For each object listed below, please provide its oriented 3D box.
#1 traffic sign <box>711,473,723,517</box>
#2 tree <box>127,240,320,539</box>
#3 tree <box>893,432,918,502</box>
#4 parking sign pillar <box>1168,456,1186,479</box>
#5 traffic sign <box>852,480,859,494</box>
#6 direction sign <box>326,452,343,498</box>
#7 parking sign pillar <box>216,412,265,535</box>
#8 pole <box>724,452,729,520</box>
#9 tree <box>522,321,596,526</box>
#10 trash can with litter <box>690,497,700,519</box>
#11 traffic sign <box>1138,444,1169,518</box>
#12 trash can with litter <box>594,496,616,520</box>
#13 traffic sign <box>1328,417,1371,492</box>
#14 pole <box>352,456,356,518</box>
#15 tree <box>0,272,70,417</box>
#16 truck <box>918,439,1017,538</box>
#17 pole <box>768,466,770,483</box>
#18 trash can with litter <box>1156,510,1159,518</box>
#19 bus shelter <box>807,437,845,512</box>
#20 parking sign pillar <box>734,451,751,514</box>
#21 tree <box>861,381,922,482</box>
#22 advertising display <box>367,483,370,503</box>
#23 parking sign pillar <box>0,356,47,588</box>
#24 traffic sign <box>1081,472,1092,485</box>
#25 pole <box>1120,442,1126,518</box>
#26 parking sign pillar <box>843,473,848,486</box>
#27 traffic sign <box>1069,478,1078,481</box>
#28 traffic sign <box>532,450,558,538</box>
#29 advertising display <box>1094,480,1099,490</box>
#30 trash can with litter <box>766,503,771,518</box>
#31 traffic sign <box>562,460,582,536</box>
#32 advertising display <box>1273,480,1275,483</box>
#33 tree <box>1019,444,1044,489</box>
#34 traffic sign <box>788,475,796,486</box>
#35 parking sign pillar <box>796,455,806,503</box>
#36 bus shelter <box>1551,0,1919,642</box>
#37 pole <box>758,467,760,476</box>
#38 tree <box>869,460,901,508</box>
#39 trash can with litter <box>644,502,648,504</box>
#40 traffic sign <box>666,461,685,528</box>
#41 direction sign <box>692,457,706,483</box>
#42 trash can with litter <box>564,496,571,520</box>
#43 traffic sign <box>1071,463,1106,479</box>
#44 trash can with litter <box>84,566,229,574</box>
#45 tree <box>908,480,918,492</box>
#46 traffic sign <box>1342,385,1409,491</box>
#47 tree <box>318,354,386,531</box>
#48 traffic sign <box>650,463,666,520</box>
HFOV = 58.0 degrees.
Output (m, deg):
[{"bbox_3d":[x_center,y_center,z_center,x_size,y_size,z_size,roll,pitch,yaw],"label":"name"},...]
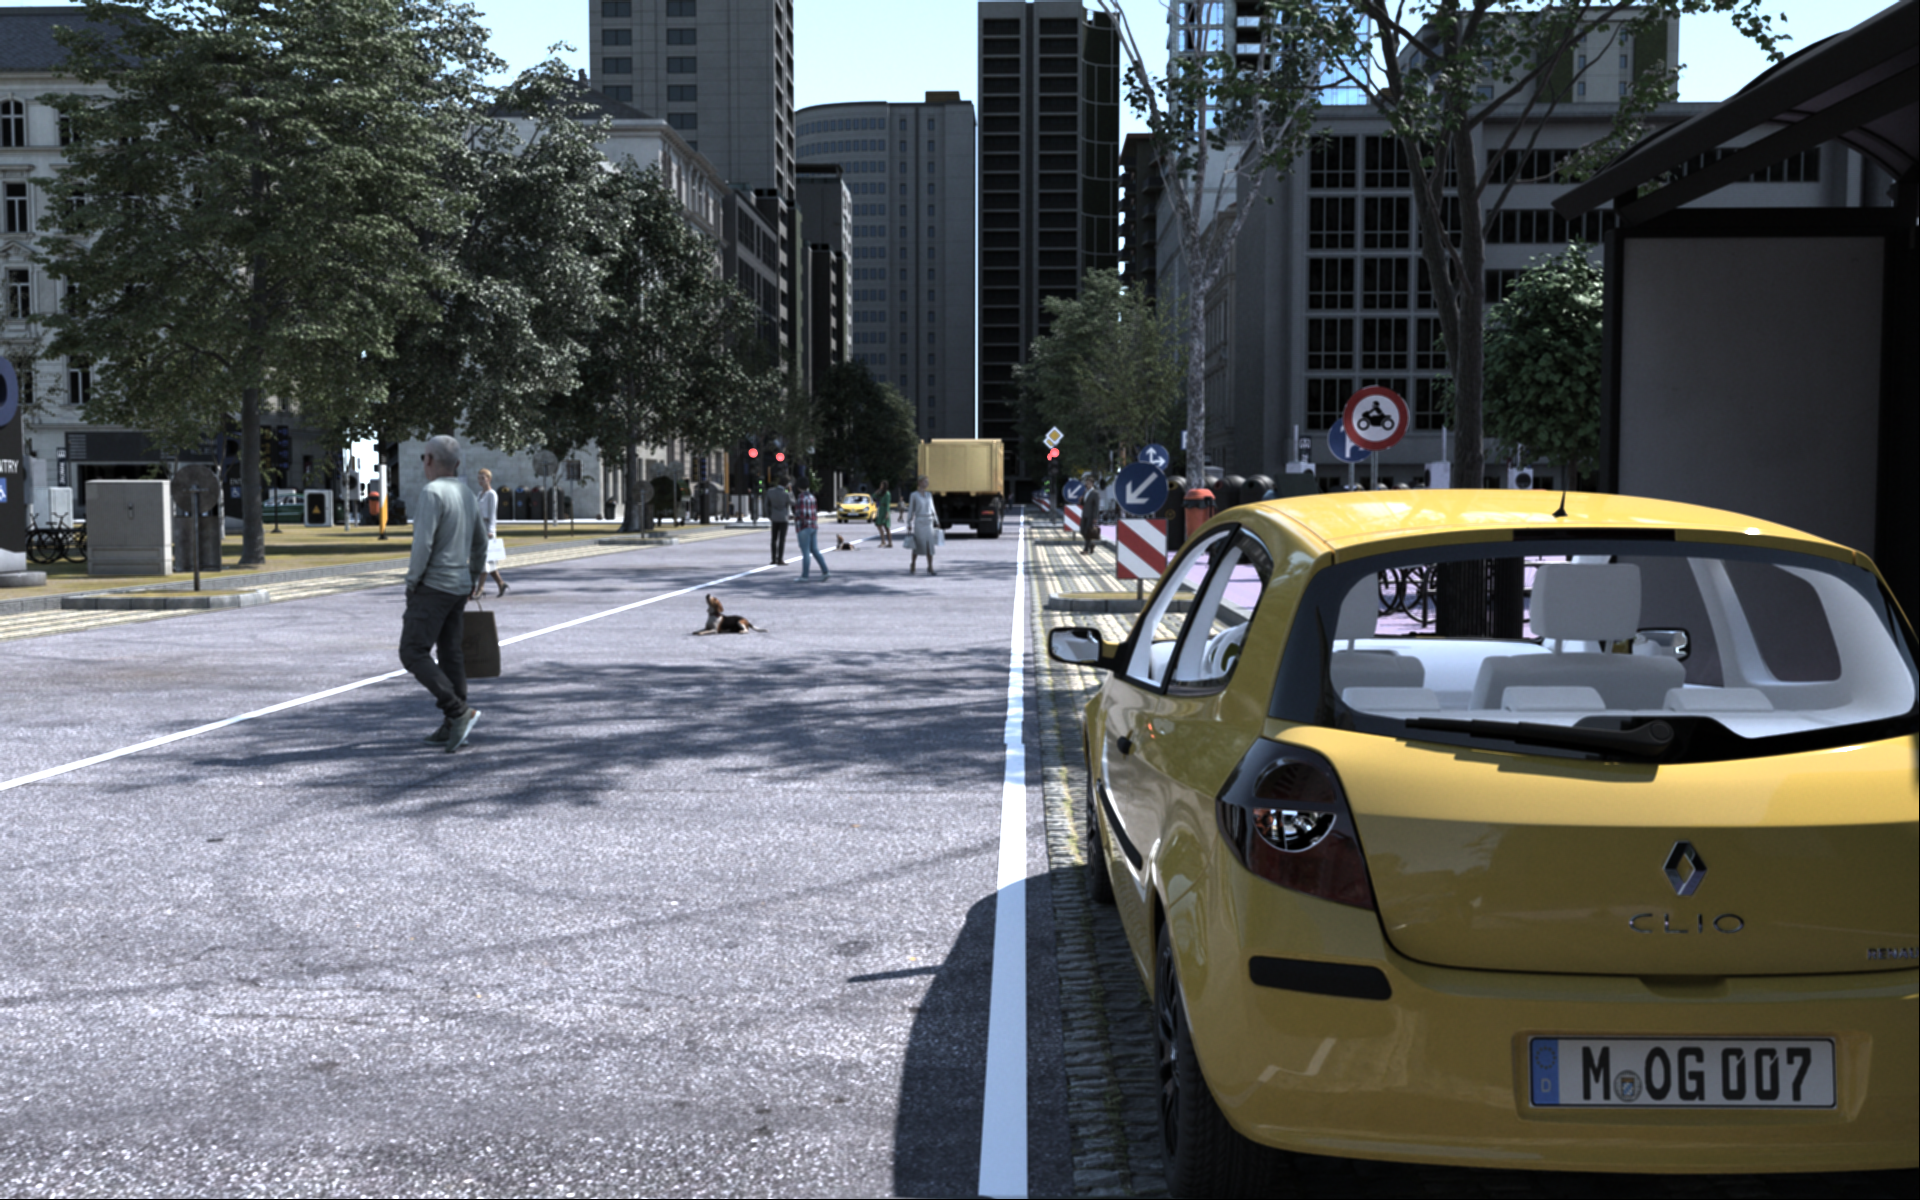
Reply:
[{"bbox_3d":[-11.937,-5.080,85.188,0.606,2.300,0.079,0,4,6],"label":"traffic sign"},{"bbox_3d":[-20.837,-6.019,48.768,4.737,8.622,4.395,0,3,0],"label":"tree"},{"bbox_3d":[-6.353,-14.585,188.828,4.360,8.622,3.978,0,3,0],"label":"tree"},{"bbox_3d":[13.424,-7.199,106.174,1.447,3.967,1.447,-2,4,-26],"label":"parking sign pillar"},{"bbox_3d":[-9.386,-9.394,153.697,0.768,2.556,0.104,0,4,4],"label":"traffic sign"},{"bbox_3d":[-33.469,-6.159,92.701,0.876,3.537,0.379,0,4,2],"label":"direction sign"},{"bbox_3d":[-22.660,-4.034,54.427,1.447,3.967,1.447,1,4,12],"label":"parking sign pillar"},{"bbox_3d":[-11.410,-5.561,84.763,0.158,3.312,0.155,0,3,0],"label":"pole"},{"bbox_3d":[-16.230,-7.267,69.170,4.360,8.622,3.978,0,3,0],"label":"tree"},{"bbox_3d":[-13.589,-4.673,87.798,0.624,1.170,1.055,1,4,18],"label":"trash can with litter"},{"bbox_3d":[4.897,-2.675,43.839,0.768,2.556,0.104,0,4,7],"label":"traffic sign"},{"bbox_3d":[-17.444,-4.511,85.141,1.055,1.170,0.624,-1,4,-17],"label":"trash can with litter"},{"bbox_3d":[6.308,-1.702,27.936,0.768,2.556,0.104,1,4,8],"label":"traffic sign"},{"bbox_3d":[-32.171,-5.998,91.914,0.158,3.312,0.155,0,3,0],"label":"pole"},{"bbox_3d":[-31.240,-6.440,55.649,4.360,8.622,3.978,0,3,0],"label":"tree"},{"bbox_3d":[0.164,-3.891,59.537,3.469,3.379,9.791,0,4,3],"label":"truck"},{"bbox_3d":[-14.078,-8.194,127.819,0.158,3.312,0.155,0,3,0],"label":"pole"},{"bbox_3d":[7.095,-3.198,63.347,1.678,1.210,2.233,1,4,22],"label":"trash can with litter"},{"bbox_3d":[-9.861,-9.050,125.597,2.179,5.291,8.768,0,4,2],"label":"bus shelter"},{"bbox_3d":[-13.913,-7.439,110.106,1.447,3.967,1.447,-2,4,-30],"label":"parking sign pillar"},{"bbox_3d":[-7.209,-15.685,174.571,7.486,12.596,7.792,0,3,0],"label":"tree"},{"bbox_3d":[-33.761,-5.763,99.435,0.123,1.923,0.974,0,4,6],"label":"advertising display"},{"bbox_3d":[-13.513,-2.171,23.961,1.447,3.967,1.447,0,4,-1],"label":"parking sign pillar"},{"bbox_3d":[7.237,-6.000,98.202,0.768,2.556,0.104,0,4,8],"label":"traffic sign"},{"bbox_3d":[6.408,-4.547,68.194,0.158,3.312,0.155,0,3,0],"label":"pole"},{"bbox_3d":[-9.709,-9.846,149.460,1.447,3.967,1.447,1,4,11],"label":"parking sign pillar"},{"bbox_3d":[7.002,-6.395,106.689,0.606,2.300,0.079,0,4,2],"label":"traffic sign"},{"bbox_3d":[-11.985,-3.054,50.037,0.768,2.556,0.104,0,4,8],"label":"traffic sign"},{"bbox_3d":[6.412,-4.692,81.936,0.123,1.923,0.974,-2,4,-30],"label":"advertising display"},{"bbox_3d":[-9.755,-4.893,91.389,1.055,1.170,0.624,1,4,23],"label":"trash can with litter"},{"bbox_3d":[-11.717,-3.067,52.277,0.606,2.300,0.079,0,4,6],"label":"traffic sign"},{"bbox_3d":[14.824,-4.656,81.343,0.974,1.923,0.123,0,4,1],"label":"advertising display"},{"bbox_3d":[12.521,-18.943,226.729,9.611,12.733,9.660,0,3,0],"label":"tree"},{"bbox_3d":[-11.419,-7.109,116.338,0.768,2.556,0.104,0,4,8],"label":"traffic sign"},{"bbox_3d":[-10.657,-7.896,117.564,1.447,3.967,1.447,1,4,20],"label":"parking sign pillar"},{"bbox_3d":[4.094,-0.777,6.633,2.014,3.302,5.546,0,4,2],"label":"bus shelter"},{"bbox_3d":[-15.225,-8.380,130.860,0.158,3.312,0.155,0,3,0],"label":"pole"},{"bbox_3d":[-7.163,-11.024,163.957,4.285,4.588,4.351,0,3,0],"label":"tree"},{"bbox_3d":[-15.426,-4.488,84.766,0.624,1.170,1.055,-2,4,-27],"label":"trash can with litter"},{"bbox_3d":[-10.920,-4.052,66.359,0.768,2.556,0.104,1,4,11],"label":"traffic sign"},{"bbox_3d":[-16.090,-7.029,106.914,0.876,3.537,0.379,-1,4,-22],"label":"direction sign"},{"bbox_3d":[-19.673,-4.603,86.653,0.624,1.170,1.055,-1,4,-9],"label":"trash can with litter"},{"bbox_3d":[8.361,-7.262,112.602,2.265,3.308,0.079,0,4,8],"label":"traffic sign"},{"bbox_3d":[-13.379,-1.089,28.867,2.233,1.210,1.678,-2,4,-28],"label":"trash can with litter"},{"bbox_3d":[-5.850,-14.389,229.858,1.663,3.219,1.824,0,3,0],"label":"tree"},{"bbox_3d":[4.876,-1.241,20.392,0.768,2.556,0.104,0,4,6],"label":"traffic sign"},{"bbox_3d":[-21.513,-6.707,60.024,4.737,8.622,4.395,0,3,0],"label":"tree"},{"bbox_3d":[-12.199,-4.281,70.098,0.768,2.556,0.104,1,4,9],"label":"traffic sign"}]
